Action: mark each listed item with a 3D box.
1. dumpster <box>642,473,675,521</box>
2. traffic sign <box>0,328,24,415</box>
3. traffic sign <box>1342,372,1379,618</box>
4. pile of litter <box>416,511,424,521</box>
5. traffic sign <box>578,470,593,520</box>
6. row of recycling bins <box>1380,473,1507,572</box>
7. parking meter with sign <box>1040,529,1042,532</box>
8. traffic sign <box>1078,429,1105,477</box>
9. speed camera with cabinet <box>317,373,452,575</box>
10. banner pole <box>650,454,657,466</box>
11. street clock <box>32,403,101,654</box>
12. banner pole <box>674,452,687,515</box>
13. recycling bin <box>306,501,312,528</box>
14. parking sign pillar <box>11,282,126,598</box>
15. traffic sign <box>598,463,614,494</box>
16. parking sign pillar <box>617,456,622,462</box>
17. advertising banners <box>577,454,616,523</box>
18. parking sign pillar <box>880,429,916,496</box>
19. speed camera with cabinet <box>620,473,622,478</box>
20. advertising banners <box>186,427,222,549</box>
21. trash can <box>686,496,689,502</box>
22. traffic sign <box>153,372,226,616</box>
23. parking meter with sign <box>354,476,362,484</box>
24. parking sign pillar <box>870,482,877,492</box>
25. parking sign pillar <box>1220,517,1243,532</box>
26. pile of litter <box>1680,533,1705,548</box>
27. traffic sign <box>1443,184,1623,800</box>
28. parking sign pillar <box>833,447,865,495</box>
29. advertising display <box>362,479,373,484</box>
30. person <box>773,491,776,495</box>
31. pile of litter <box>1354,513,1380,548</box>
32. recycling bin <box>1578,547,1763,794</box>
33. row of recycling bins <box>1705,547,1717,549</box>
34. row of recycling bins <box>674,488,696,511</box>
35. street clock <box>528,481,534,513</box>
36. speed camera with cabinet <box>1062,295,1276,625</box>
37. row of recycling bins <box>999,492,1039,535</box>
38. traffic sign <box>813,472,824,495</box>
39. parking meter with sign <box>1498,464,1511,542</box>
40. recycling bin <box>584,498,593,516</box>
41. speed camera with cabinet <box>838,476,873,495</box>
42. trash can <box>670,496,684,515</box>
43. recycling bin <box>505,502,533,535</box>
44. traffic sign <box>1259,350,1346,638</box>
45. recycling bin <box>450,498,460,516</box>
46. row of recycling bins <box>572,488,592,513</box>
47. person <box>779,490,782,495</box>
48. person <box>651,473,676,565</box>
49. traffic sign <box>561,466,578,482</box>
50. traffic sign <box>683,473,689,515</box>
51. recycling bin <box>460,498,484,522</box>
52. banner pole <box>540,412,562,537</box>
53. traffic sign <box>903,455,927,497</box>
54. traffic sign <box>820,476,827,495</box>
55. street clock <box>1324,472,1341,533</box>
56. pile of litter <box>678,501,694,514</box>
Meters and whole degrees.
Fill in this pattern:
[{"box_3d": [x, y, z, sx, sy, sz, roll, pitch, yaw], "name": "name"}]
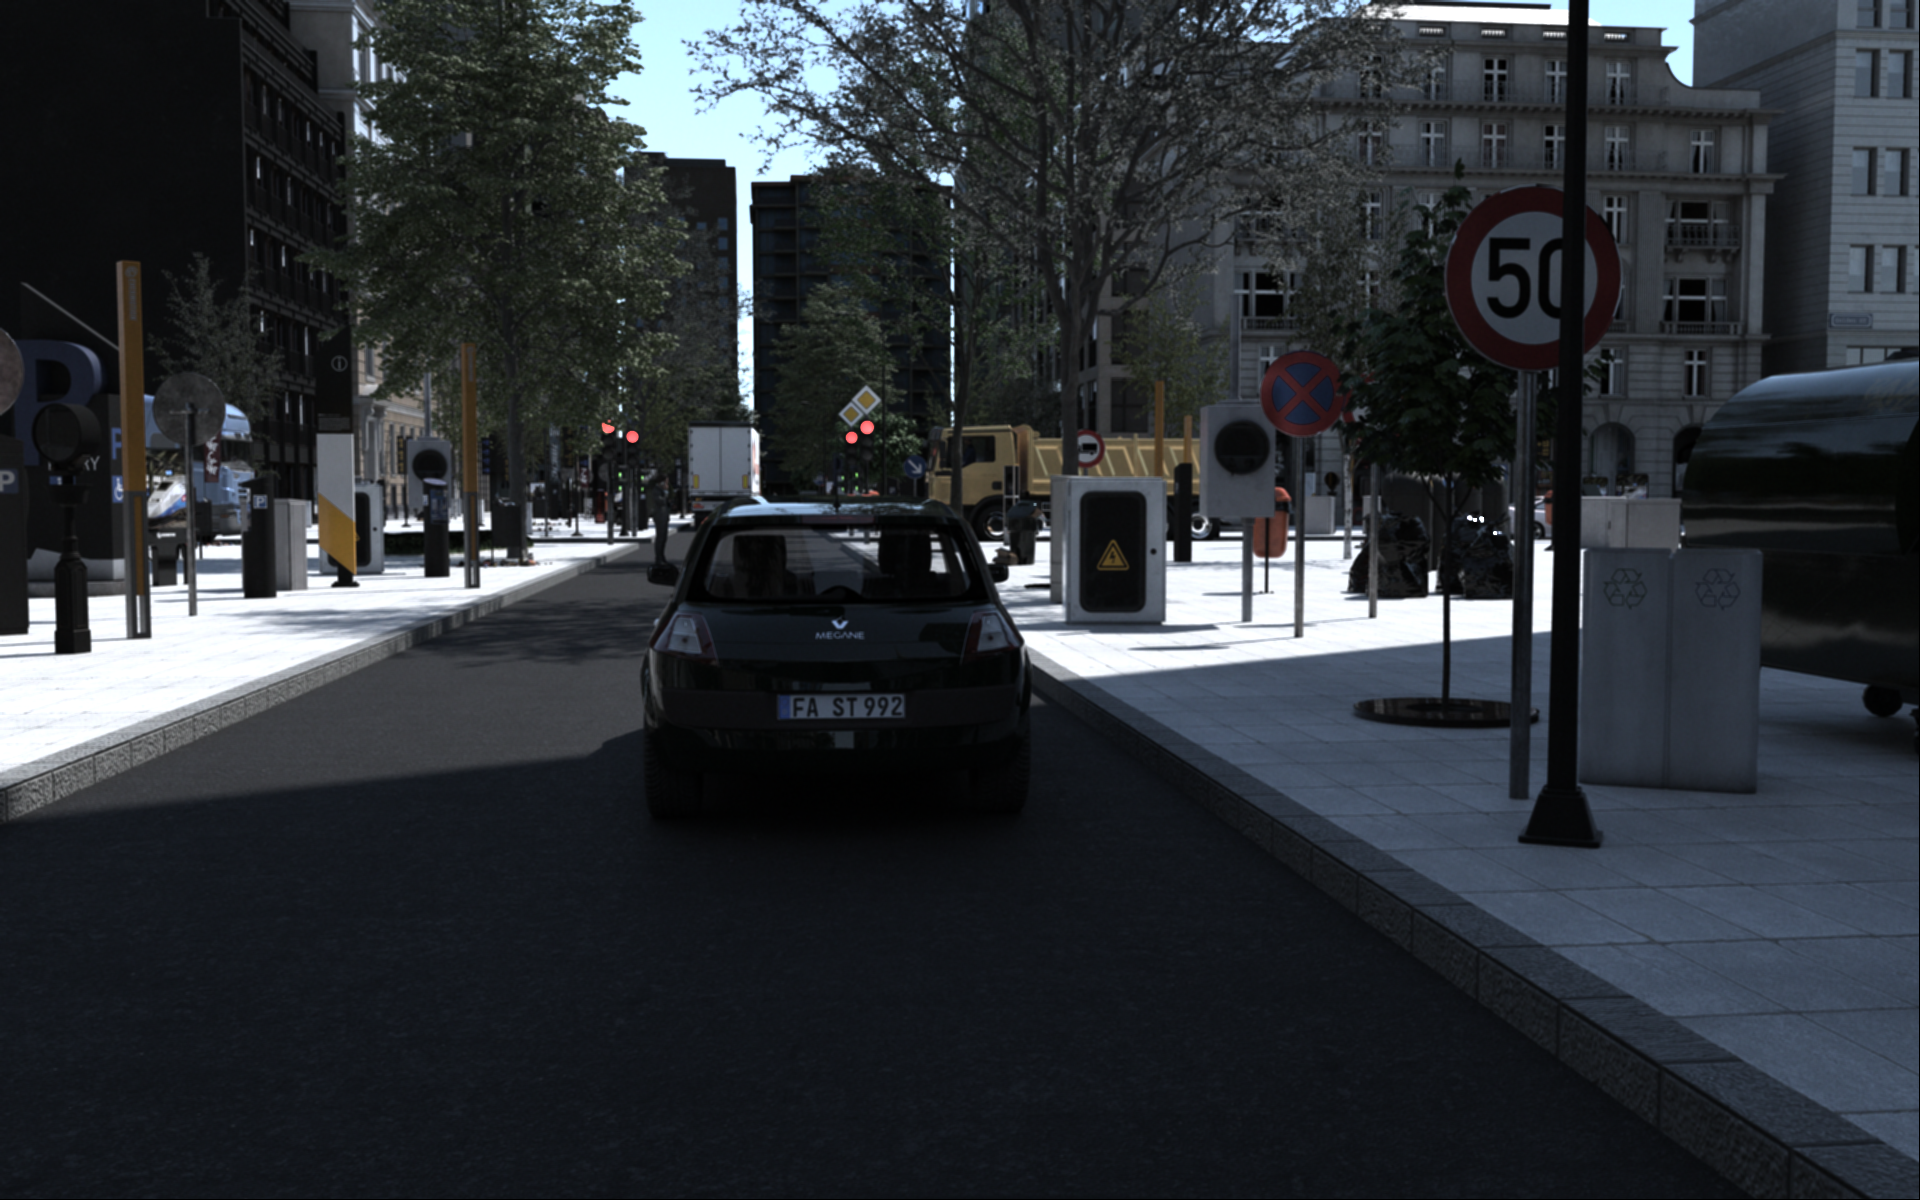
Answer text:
[{"box_3d": [-13.852, -4.694, 79.242, 1.502, 2.255, 1.985, 0, 4, -6], "name": "dumpster"}, {"box_3d": [-7.128, -0.756, 12.468, 0.768, 2.556, 0.104, 0, 4, -4], "name": "traffic sign"}, {"box_3d": [4.282, -1.088, 17.890, 0.768, 2.556, 0.104, 0, 4, -6], "name": "traffic sign"}, {"box_3d": [-25.297, -4.225, 83.048, 1.719, 0.858, 1.176, -2, 4, -31], "name": "pile of litter"}, {"box_3d": [-18.796, -5.312, 86.957, 0.768, 2.556, 0.104, 0, 4, 0], "name": "traffic sign"}, {"box_3d": [8.281, -1.382, 29.709, 1.069, 1.692, 3.534, 3, 5, 43], "name": "row of recycling bins"}, {"box_3d": [1.937, -3.841, 59.060, 1.738, 3.016, 0.543, 0, 4, -5], "name": "parking meter with sign"}, {"box_3d": [2.465, -2.073, 34.005, 0.768, 2.556, 0.104, 0, 4, -4], "name": "traffic sign"}, {"box_3d": [-9.283, -2.056, 27.949, 2.038, 3.252, 0.660, -1, 4, -19], "name": "speed camera with cabinet"}, {"box_3d": [-19.200, -7.256, 108.644, 0.863, 3.779, 0.401, 2, 4, 34], "name": "banner pole"}, {"box_3d": [-7.164, -0.573, 13.931, 0.471, 2.002, 0.358, 1, 4, 15], "name": "street clock"}, {"box_3d": [-16.697, -6.969, 103.960, 0.863, 3.779, 0.401, -1, 4, -13], "name": "banner pole"}, {"box_3d": [-25.205, -3.268, 65.984, 0.722, 1.027, 0.722, 3, 5, 41], "name": "recycling bin"}, {"box_3d": [-11.310, -2.051, 22.011, 1.447, 3.967, 1.447, 0, 4, 5], "name": "parking sign pillar"}, {"box_3d": [-14.364, -4.318, 70.704, 0.768, 2.556, 0.104, 0, 4, -5], "name": "traffic sign"}, {"box_3d": [-21.396, -7.239, 106.833, 1.447, 3.967, 1.447, 0, 4, -8], "name": "parking sign pillar"}, {"box_3d": [-15.819, -4.893, 76.195, 2.074, 3.025, 0.090, 1, 4, 9], "name": "advertising banners"}, {"box_3d": [-2.347, -5.061, 71.212, 1.447, 3.967, 1.447, 2, 4, 24], "name": "parking sign pillar"}, {"box_3d": [-14.253, -4.897, 74.395, 0.660, 3.252, 2.038, 1, 4, 20], "name": "speed camera with cabinet"}, {"box_3d": [-18.217, -2.724, 40.719, 2.074, 3.025, 0.090, 1, 4, 13], "name": "advertising banners"}, {"box_3d": [-18.067, -6.220, 113.354, 0.748, 1.137, 0.748, 0, 3, 0], "name": "trash can"}, {"box_3d": [-8.084, -1.105, 18.177, 0.768, 2.556, 0.104, 0, 4, 0], "name": "traffic sign"}, {"box_3d": [-25.263, -4.644, 72.188, 1.738, 3.016, 0.543, -1, 4, -16], "name": "parking meter with sign"}, {"box_3d": [-4.884, -6.725, 98.431, 1.447, 3.967, 1.447, -3, 5, -40], "name": "parking sign pillar"}, {"box_3d": [9.552, -4.338, 59.395, 1.447, 3.967, 1.447, 3, 4, 36], "name": "parking sign pillar"}, {"box_3d": [10.138, -0.638, 24.397, 1.719, 0.858, 1.176, -1, 4, -13], "name": "pile of litter"}, {"box_3d": [2.359, -0.436, 7.231, 0.768, 2.556, 0.104, 0, 4, -6], "name": "traffic sign"}, {"box_3d": [-5.513, -5.703, 81.710, 1.447, 3.967, 1.447, -2, 4, -31], "name": "parking sign pillar"}, {"box_3d": [-26.221, -4.352, 76.370, 0.974, 1.923, 0.123, 2, 4, 33], "name": "advertising display"}, {"box_3d": [-19.746, -10.668, 183.714, 1.217, 1.735, 0.721, 3, 4, 37], "name": "person"}, {"box_3d": [10.021, -1.662, 41.137, 1.176, 0.858, 1.719, 0, 4, -4], "name": "pile of litter"}, {"box_3d": [3.206, 0.289, 7.822, 0.722, 1.027, 0.722, 1, 4, 23], "name": "recycling bin"}, {"box_3d": [8.596, -0.520, 15.621, 3.534, 1.692, 1.069, 2, 4, 34], "name": "row of recycling bins"}, {"box_3d": [-19.715, -7.142, 123.888, 1.069, 1.692, 3.534, -2, 4, -31], "name": "row of recycling bins"}, {"box_3d": [-24.267, -5.725, 98.180, 0.358, 2.002, 0.471, 1, 4, 18], "name": "street clock"}, {"box_3d": [2.053, -1.394, 17.120, 2.038, 3.252, 0.660, 0, 4, 0], "name": "speed camera with cabinet"}, {"box_3d": [1.805, -2.958, 55.472, 1.069, 1.692, 3.534, -1, 4, -11], "name": "row of recycling bins"}, {"box_3d": [-7.991, -6.019, 98.513, 0.768, 2.556, 0.104, 0, 4, -5], "name": "traffic sign"}, {"box_3d": [10.684, -2.346, 34.611, 0.543, 3.016, 1.738, 0, 4, 6], "name": "parking meter with sign"}, {"box_3d": [-22.072, -5.585, 103.868, 0.722, 1.027, 0.722, -3, 5, -39], "name": "recycling bin"}, {"box_3d": [-3.998, -4.399, 66.259, 0.660, 3.252, 2.038, 1, 4, 22], "name": "speed camera with cabinet"}, {"box_3d": [-17.876, -5.880, 107.798, 0.748, 1.137, 0.748, 0, 3, 0], "name": "trash can"}, {"box_3d": [-13.834, -2.552, 54.274, 0.722, 1.027, 0.722, -2, 4, -27], "name": "recycling bin"}, {"box_3d": [3.036, -0.938, 15.439, 0.768, 2.556, 0.104, 0, 4, 0], "name": "traffic sign"}, {"box_3d": [-29.509, -5.408, 100.976, 0.722, 1.027, 0.722, -2, 4, -27], "name": "recycling bin"}, {"box_3d": [-25.002, -6.651, 115.861, 1.069, 1.692, 3.534, 1, 4, 20], "name": "row of recycling bins"}, {"box_3d": [-16.810, -9.449, 163.008, 0.705, 1.821, 1.348, 0, 4, -7], "name": "person"}, {"box_3d": [-5.881, -1.603, 34.516, 0.447, 1.846, 0.655, 0, 4, 5], "name": "person"}, {"box_3d": [-16.870, -4.568, 74.788, 0.768, 2.556, 0.104, 0, 4, -2], "name": "traffic sign"}, {"box_3d": [-16.655, -6.389, 104.558, 0.768, 2.556, 0.104, 0, 4, -6], "name": "traffic sign"}, {"box_3d": [-22.097, -4.044, 78.675, 0.722, 1.027, 0.722, 1, 4, 12], "name": "recycling bin"}, {"box_3d": [-12.072, -3.739, 51.149, 0.863, 3.779, 0.401, 2, 4, 32], "name": "banner pole"}, {"box_3d": [-1.467, -3.457, 56.621, 0.768, 2.556, 0.104, 0, 4, 0], "name": "traffic sign"}, {"box_3d": [-9.019, -6.979, 114.213, 0.768, 2.556, 0.104, 0, 4, 1], "name": "traffic sign"}, {"box_3d": [12.277, -3.215, 57.132, 0.471, 2.002, 0.358, 3, 4, 38], "name": "street clock"}, {"box_3d": [-17.770, -5.996, 111.995, 1.176, 0.858, 1.719, -1, 4, -9], "name": "pile of litter"}]
